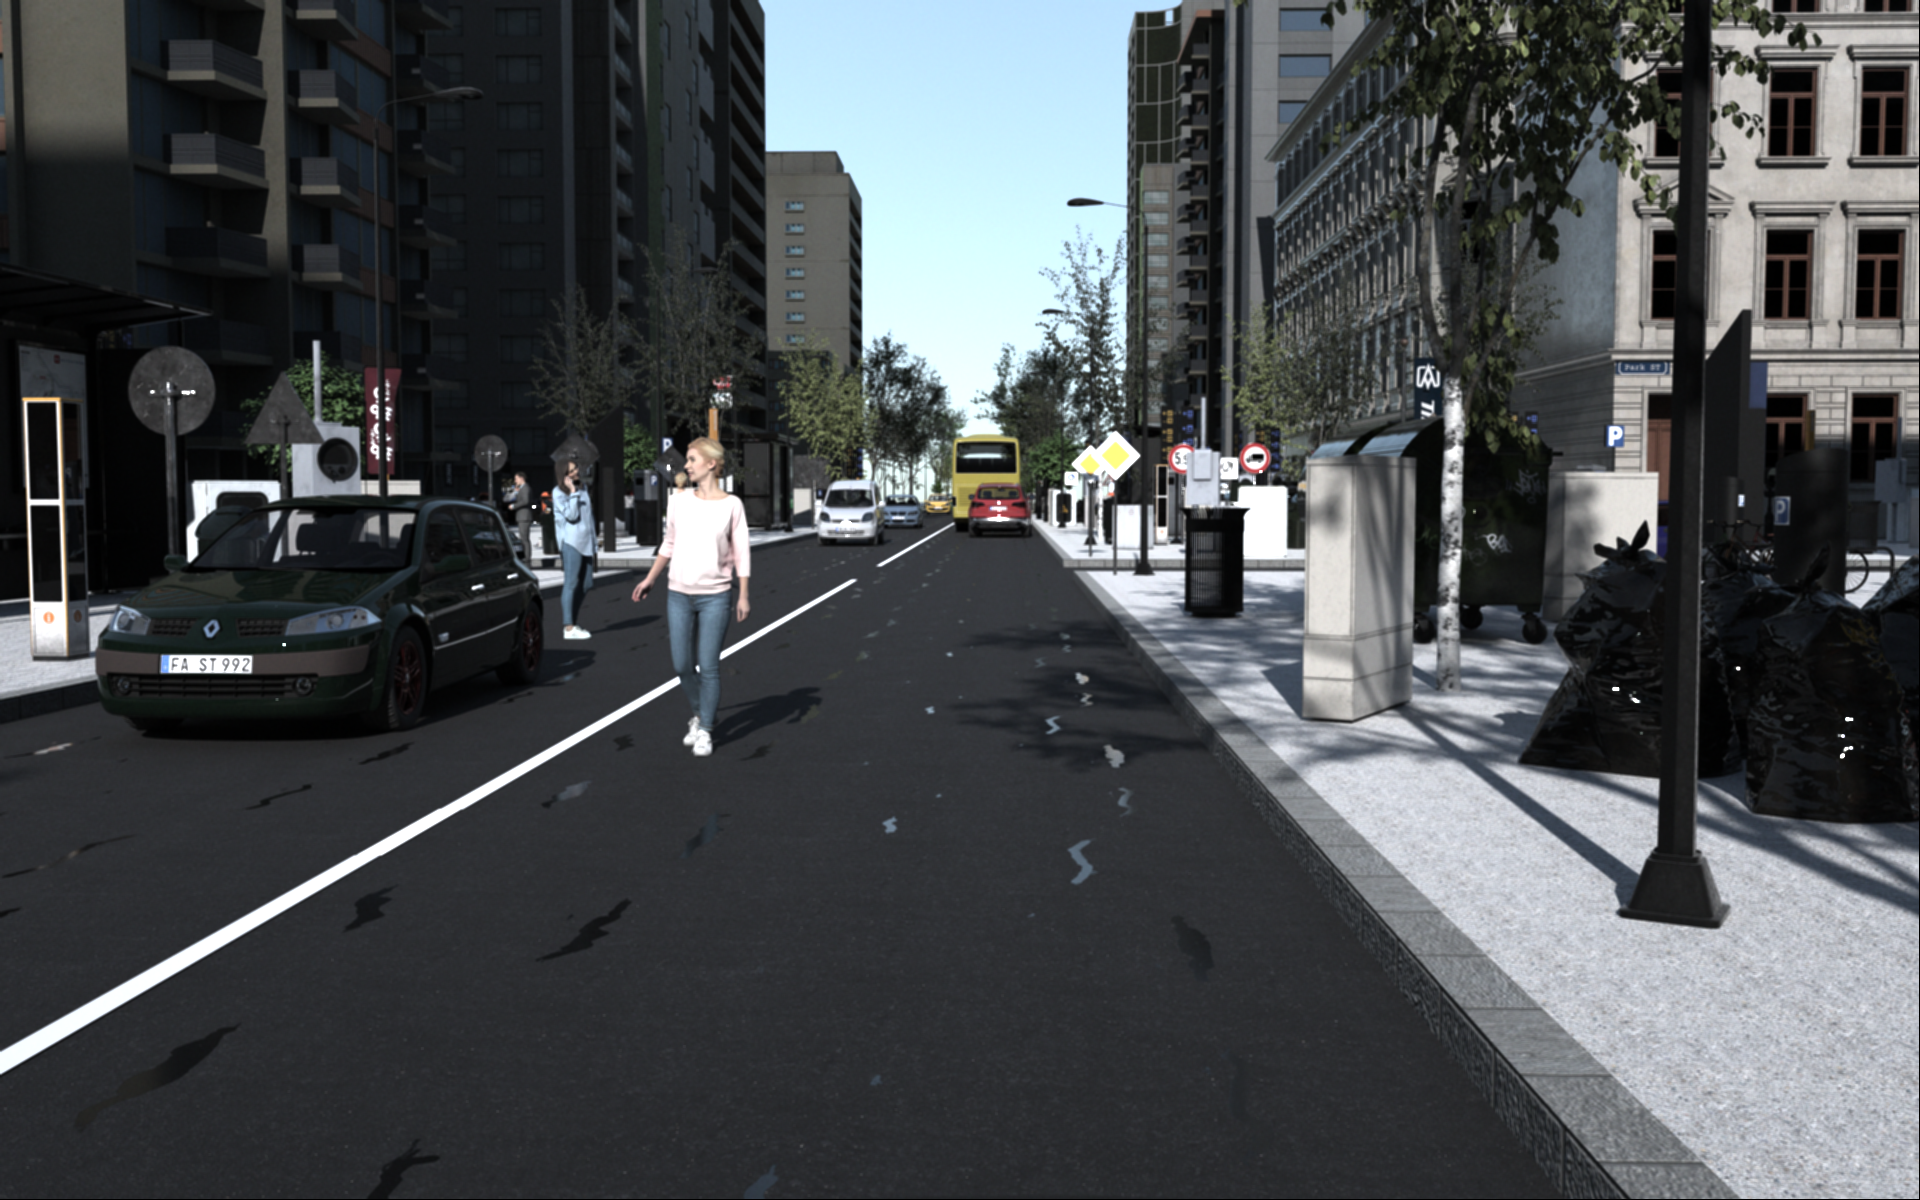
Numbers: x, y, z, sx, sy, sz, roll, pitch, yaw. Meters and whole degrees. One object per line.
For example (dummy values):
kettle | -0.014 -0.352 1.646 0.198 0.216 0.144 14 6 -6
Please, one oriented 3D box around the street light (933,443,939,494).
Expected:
street light | -2.568 -11.282 156.999 1.470 5.913 1.316 0 4 1

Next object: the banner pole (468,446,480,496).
banner pole | -25.315 -6.119 90.065 0.401 3.779 0.863 3 5 41

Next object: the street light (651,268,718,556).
street light | -5.664 -3.862 35.692 1.470 5.913 1.316 0 4 1

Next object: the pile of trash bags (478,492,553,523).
pile of trash bags | -22.385 -4.690 86.432 3.447 1.369 1.912 0 4 8

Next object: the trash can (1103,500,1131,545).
trash can | 3.986 -1.979 44.016 0.748 1.137 0.748 0 3 0

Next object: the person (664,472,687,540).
person | -3.735 -0.931 24.395 0.598 1.740 0.731 3 5 42

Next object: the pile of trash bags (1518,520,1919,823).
pile of trash bags | 4.004 0.152 7.274 1.912 1.369 3.447 -1 4 -20

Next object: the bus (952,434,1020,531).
bus | 1.063 -4.800 70.033 2.896 3.916 12.252 0 4 1

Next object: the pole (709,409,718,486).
pole | -5.885 -2.910 41.416 0.158 3.312 0.155 0 3 0

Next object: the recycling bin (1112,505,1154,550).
recycling bin | 4.006 -1.685 40.098 0.722 1.027 0.722 3 5 39

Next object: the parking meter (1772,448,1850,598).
parking meter | 4.787 -0.083 9.770 0.372 1.533 0.369 0 3 0

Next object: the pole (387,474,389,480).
pole | -11.950 -2.579 36.007 0.158 3.312 0.155 0 3 0

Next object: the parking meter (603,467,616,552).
parking meter | -7.741 -1.989 38.236 0.255 1.863 0.399 -1 4 -10

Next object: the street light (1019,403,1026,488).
street light | 3.866 -7.064 88.042 1.470 5.913 1.316 0 4 1

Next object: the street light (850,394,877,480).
street light | -4.541 -6.615 80.693 1.470 5.913 1.316 0 4 1

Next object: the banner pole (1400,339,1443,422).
banner pole | 7.388 -2.322 27.983 0.863 3.779 0.401 0 4 3

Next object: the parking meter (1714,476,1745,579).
parking meter | 11.095 -1.013 24.978 0.372 1.533 0.369 0 3 0

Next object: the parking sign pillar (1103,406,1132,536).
parking sign pillar | 5.044 -3.994 53.767 1.447 3.967 1.447 1 4 9

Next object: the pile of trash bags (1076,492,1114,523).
pile of trash bags | 6.285 -4.188 78.225 1.912 1.369 3.447 2 4 29

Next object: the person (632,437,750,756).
person | -1.477 -0.030 9.664 0.731 1.740 0.598 0 4 7

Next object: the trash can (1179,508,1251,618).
trash can | 2.653 -0.393 18.071 0.748 1.137 0.748 0 3 0

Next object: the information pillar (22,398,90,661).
information pillar | -6.968 -0.543 13.368 0.304 2.012 0.304 0 4 4

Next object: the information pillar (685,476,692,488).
information pillar | -11.303 -4.063 70.929 0.304 2.012 0.304 -2 4 -28

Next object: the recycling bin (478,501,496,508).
recycling bin | -18.077 -3.244 65.586 0.722 1.027 0.722 2 4 31

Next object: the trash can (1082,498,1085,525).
trash can | 5.197 -3.491 68.731 0.748 1.137 0.748 0 3 0

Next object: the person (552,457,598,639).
person | -3.835 -0.515 17.179 0.793 1.790 0.793 -1 4 -15

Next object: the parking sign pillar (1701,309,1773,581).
parking sign pillar | 11.553 -2.297 26.032 1.447 3.967 1.447 0 4 -5

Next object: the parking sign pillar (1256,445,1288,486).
parking sign pillar | 17.625 -6.787 99.437 1.447 3.967 1.447 -2 4 -30

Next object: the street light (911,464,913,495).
street light | -3.748 -8.531 112.026 1.470 5.913 1.316 0 4 1

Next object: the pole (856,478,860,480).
pole | -6.355 -6.985 108.042 0.158 3.312 0.155 0 3 0

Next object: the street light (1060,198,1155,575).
street light | 2.379 -3.351 27.322 1.470 5.913 1.316 0 4 1

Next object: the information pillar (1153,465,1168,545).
information pillar | 5.044 -2.388 43.531 0.304 2.012 0.304 -1 4 -9

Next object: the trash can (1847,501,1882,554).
trash can | 19.265 -1.550 37.001 0.748 1.137 0.748 0 3 0

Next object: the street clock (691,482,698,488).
street clock | -12.778 -4.860 84.027 0.471 2.002 0.358 -1 4 -17

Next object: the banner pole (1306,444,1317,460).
banner pole | 17.567 -5.906 86.588 0.401 3.779 0.863 -3 4 -37

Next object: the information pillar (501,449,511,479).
information pillar | -23.373 -5.988 89.263 0.504 3.616 0.183 -1 4 -21

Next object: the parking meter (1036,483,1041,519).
parking meter | 4.111 -5.167 90.191 0.255 1.863 0.399 0 4 3

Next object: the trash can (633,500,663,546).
trash can | -7.665 -1.895 42.635 0.748 1.137 0.748 0 3 0

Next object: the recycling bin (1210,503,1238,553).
recycling bin | 6.012 -1.542 37.764 0.722 1.027 0.722 -2 4 -24

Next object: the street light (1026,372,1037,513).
street light | 3.337 -5.702 65.765 1.470 5.913 1.316 0 4 1

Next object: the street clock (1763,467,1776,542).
street clock | 21.887 -2.584 46.816 0.471 2.002 0.358 -2 4 -24

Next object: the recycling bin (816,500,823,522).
recycling bin | -6.807 -4.140 80.241 0.722 1.027 0.722 -1 4 -22

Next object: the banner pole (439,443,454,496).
banner pole | -25.104 -5.784 84.578 0.863 3.779 0.401 -2 4 -33

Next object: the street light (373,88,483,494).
street light | -6.147 -2.901 19.972 1.470 5.913 1.316 0 4 1

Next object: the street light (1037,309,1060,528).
street light | 2.756 -4.344 43.570 1.470 5.913 1.316 0 4 1

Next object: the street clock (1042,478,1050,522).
street clock | 3.968 -4.600 79.785 0.358 2.002 0.471 1 4 17

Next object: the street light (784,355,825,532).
street light | -5.198 -5.220 57.890 1.470 5.913 1.316 0 4 1

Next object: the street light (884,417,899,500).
street light | -3.986 -8.062 104.348 1.470 5.913 1.316 0 4 1

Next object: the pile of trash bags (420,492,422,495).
pile of trash bags | -16.812 -2.735 54.462 1.912 1.369 3.447 -2 4 -30

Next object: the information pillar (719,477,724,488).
information pillar | -12.683 -6.161 92.079 0.183 3.616 0.504 -3 4 -36

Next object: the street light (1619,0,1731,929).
street light | 1.643 -1.993 5.131 1.470 5.913 1.316 0 4 1

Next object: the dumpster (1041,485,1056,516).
dumpster | 5.028 -5.641 97.984 1.264 1.857 1.865 0 4 1

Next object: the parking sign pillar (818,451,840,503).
parking sign pillar | -8.241 -7.375 109.055 1.447 3.967 1.447 -2 4 -34

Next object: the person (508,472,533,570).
person | -8.311 -1.497 32.778 0.447 1.846 0.655 -1 4 -12

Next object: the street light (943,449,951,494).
street light | -1.977 -12.639 179.194 1.470 5.913 1.316 0 4 1

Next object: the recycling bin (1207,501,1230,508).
recycling bin | 9.031 -2.934 60.522 0.722 1.027 0.722 2 4 33

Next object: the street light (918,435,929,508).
street light | -3.173 -9.889 134.221 1.470 5.913 1.316 0 4 1

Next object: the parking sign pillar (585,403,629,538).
parking sign pillar | -10.499 -3.821 50.942 1.447 3.967 1.447 3 4 36
